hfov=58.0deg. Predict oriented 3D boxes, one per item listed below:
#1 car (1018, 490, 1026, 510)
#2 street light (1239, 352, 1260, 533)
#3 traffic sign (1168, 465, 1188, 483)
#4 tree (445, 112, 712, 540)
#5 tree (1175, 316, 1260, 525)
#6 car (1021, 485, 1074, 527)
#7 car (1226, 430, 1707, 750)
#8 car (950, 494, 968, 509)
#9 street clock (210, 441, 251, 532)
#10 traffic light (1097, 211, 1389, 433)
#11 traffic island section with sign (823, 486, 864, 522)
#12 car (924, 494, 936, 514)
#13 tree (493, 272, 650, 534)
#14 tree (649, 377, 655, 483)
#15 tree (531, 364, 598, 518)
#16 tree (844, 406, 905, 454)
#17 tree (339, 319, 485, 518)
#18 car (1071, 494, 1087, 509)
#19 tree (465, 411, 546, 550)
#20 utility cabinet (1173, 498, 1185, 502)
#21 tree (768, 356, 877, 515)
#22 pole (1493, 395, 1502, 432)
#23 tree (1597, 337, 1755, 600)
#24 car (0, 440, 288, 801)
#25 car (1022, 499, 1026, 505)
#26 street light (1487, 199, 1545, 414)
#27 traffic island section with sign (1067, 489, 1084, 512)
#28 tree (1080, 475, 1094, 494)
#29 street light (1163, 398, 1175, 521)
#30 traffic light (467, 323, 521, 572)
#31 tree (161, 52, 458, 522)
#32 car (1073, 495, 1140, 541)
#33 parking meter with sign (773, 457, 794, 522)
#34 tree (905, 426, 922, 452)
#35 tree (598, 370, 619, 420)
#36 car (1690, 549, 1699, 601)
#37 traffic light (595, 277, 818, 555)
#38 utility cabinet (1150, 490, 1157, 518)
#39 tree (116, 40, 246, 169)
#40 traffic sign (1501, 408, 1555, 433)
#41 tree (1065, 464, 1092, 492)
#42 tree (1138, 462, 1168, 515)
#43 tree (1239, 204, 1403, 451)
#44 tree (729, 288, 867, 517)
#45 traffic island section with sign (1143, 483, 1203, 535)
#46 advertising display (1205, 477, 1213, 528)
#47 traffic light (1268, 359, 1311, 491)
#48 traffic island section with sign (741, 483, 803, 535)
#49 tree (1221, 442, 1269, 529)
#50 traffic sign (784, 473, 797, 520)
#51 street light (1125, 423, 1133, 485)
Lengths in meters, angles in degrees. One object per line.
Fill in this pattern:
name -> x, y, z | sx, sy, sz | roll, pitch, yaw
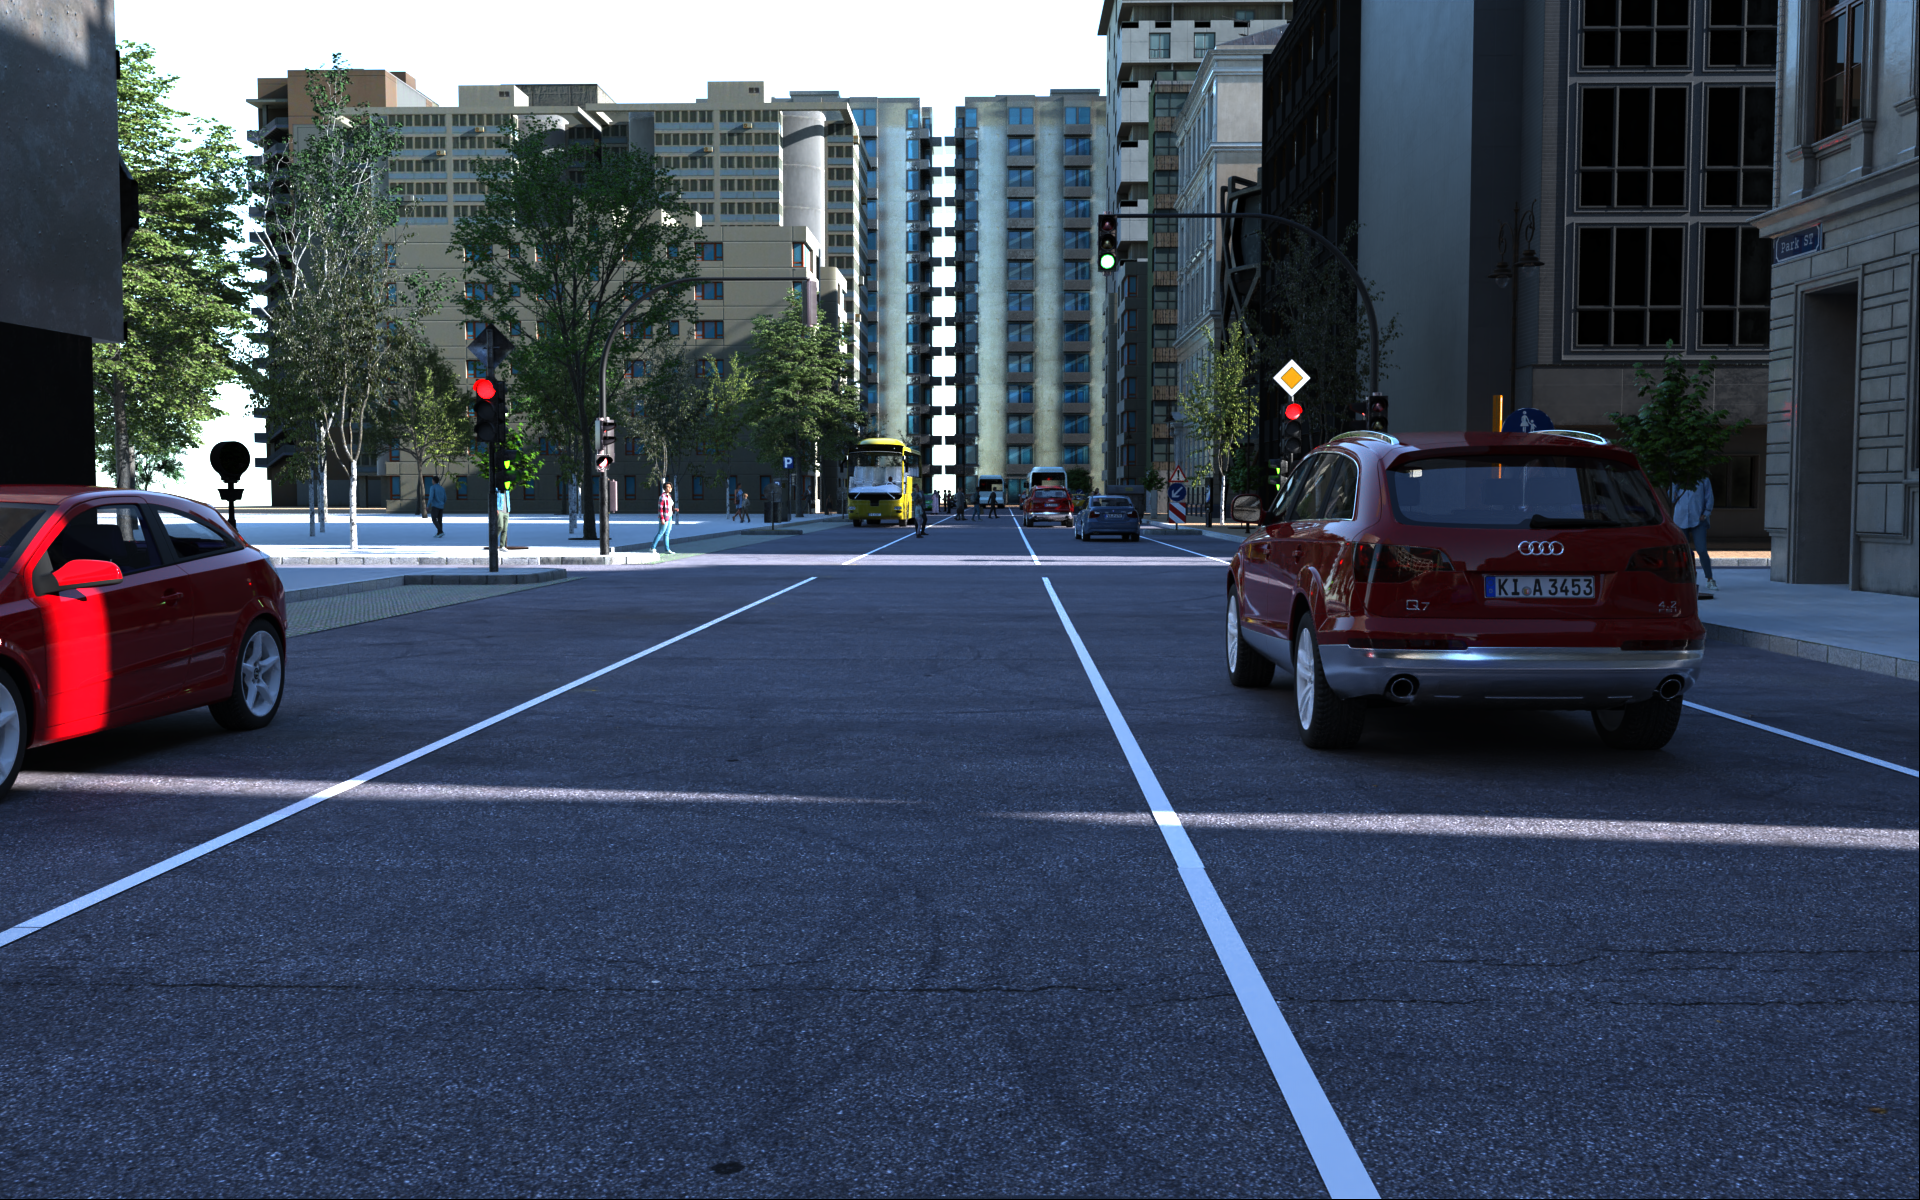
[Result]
car -> 6.447, -9.092, 157.322 | 2.281, 1.827, 5.304 | 0, 4, 1
street light -> 9.393, -5.111, 56.356 | 0.468, 5.910, 1.993 | 0, 4, 1
traffic sign -> 9.740, -4.730, 77.333 | 0.884, 2.594, 0.081 | 0, 4, 2
tree -> -10.532, -7.492, 48.256 | 9.928, 11.665, 9.643 | 0, 3, 0
tree -> 10.968, -7.461, 72.345 | 4.737, 8.622, 4.395 | 0, 3, 0
car -> 3.854, -4.122, 76.065 | 2.281, 1.827, 5.304 | 0, 4, 0
car -> 2.987, -0.158, 11.259 | 2.281, 1.827, 5.304 | 0, 4, 1
car -> -0.184, -9.994, 173.181 | 2.009, 1.686, 4.222 | 0, 4, 3
street clock -> -9.966, -1.170, 23.696 | 0.358, 2.002, 0.471 | 3, 4, 36
traffic light -> 4.585, -3.265, 28.052 | 4.771, 5.953, 1.251 | 0, 4, 1
traffic island section with sign -> -5.933, -4.879, 88.403 | 1.989, 1.847, 2.006 | 0, 4, 1
car -> -2.569, -7.311, 128.328 | 1.959, 1.807, 4.718 | 0, 4, 2
tree -> -12.851, -6.459, 55.969 | 4.737, 8.622, 4.395 | 0, 3, 0
tree -> -14.234, -7.001, 64.836 | 4.737, 8.622, 4.395 | 0, 3, 0
tree -> -20.352, -8.645, 91.708 | 4.360, 8.622, 3.978 | 0, 3, 0
tree -> -7.695, -11.911, 145.114 | 4.360, 8.622, 3.978 | 0, 3, 0
tree -> -28.705, -9.618, 91.669 | 7.601, 10.594, 8.767 | 1, 4, 17
car -> 9.098, -7.596, 134.421 | 2.015, 1.641, 3.980 | 0, 4, 1
tree -> -10.413, -2.786, 40.151 | 1.663, 3.219, 1.824 | 0, 3, 0
utility cabinet -> 9.903, -4.116, 78.455 | 0.306, 1.237, 1.020 | -1, 4, -9
tree -> -8.570, -10.540, 106.737 | 7.601, 10.594, 8.767 | 0, 4, 1
pole -> 11.097, -2.568, 35.836 | 0.158, 3.312, 0.155 | 0, 3, 0
tree -> 8.796, -1.646, 21.506 | 1.663, 3.219, 1.824 | 0, 3, 0
car -> -5.220, -0.008, 9.165 | 2.155, 1.783, 4.494 | 0, 4, 3
car -> 6.006, -7.823, 139.900 | 2.014, 1.417, 4.499 | 0, 4, 2
street light -> 8.779, -3.346, 27.503 | 0.468, 5.910, 1.993 | 0, 4, 1
traffic island section with sign -> 9.387, -7.910, 137.963 | 1.989, 1.847, 2.006 | 0, 4, 1
tree -> 12.239, -10.794, 171.075 | 1.663, 3.219, 1.824 | 0, 3, 0
street light -> 10.098, -6.782, 83.671 | 0.468, 5.910, 1.993 | 0, 4, 1
traffic light -> -7.679, -2.419, 28.474 | 0.839, 4.253, 0.868 | 0, 4, 1
tree -> -28.745, -13.481, 76.306 | 12.611, 20.169, 13.585 | 0, 3, 0
car -> 4.544, -2.546, 53.629 | 2.014, 1.417, 4.499 | 0, 4, 0
parking meter with sign -> -8.337, -5.139, 80.281 | 0.543, 3.016, 1.738 | 2, 4, 23
tree -> -5.987, -14.536, 188.021 | 4.360, 8.622, 3.978 | 0, 3, 0
tree -> -14.033, -7.952, 80.371 | 4.360, 8.622, 3.978 | 0, 3, 0
car -> 6.230, -0.334, 18.043 | 1.945, 1.354, 3.894 | 0, 4, 3
traffic light -> -5.392, -3.778, 36.442 | 4.771, 5.953, 1.251 | 0, 4, 1
utility cabinet -> 10.111, -5.003, 90.478 | 0.318, 1.500, 1.173 | 0, 4, 4
tree -> -21.266, -7.664, 43.438 | 7.486, 12.596, 7.792 | 0, 3, 0
traffic sign -> 8.370, -1.560, 25.610 | 0.768, 2.556, 0.104 | 1, 4, 8
tree -> 12.772, -12.527, 188.533 | 4.285, 4.588, 4.351 | 0, 3, 0
tree -> 11.813, -6.770, 105.283 | 1.663, 3.219, 1.824 | 0, 3, 0
tree -> 9.117, -5.715, 43.800 | 4.360, 8.622, 3.978 | 0, 3, 0
tree -> -8.860, -10.817, 94.992 | 7.486, 12.596, 7.792 | 0, 3, 0
traffic island section with sign -> 7.542, -3.243, 61.655 | 1.989, 1.847, 2.006 | 0, 4, 1
advertising display -> 9.575, -3.754, 66.599 | 0.123, 1.923, 0.974 | 0, 4, -4
traffic light -> 6.872, -2.887, 36.125 | 0.839, 4.253, 0.868 | 0, 4, 1
traffic island section with sign -> -6.607, -3.214, 61.181 | 1.989, 1.847, 2.006 | 0, 4, 1
tree -> 10.415, -4.240, 63.930 | 1.663, 3.219, 1.824 | 0, 3, 0
traffic sign -> -8.320, -5.068, 84.997 | 0.606, 2.300, 0.079 | 0, 4, 8
street light -> 10.787, -8.444, 110.848 | 0.468, 5.910, 1.993 | 0, 4, 1
